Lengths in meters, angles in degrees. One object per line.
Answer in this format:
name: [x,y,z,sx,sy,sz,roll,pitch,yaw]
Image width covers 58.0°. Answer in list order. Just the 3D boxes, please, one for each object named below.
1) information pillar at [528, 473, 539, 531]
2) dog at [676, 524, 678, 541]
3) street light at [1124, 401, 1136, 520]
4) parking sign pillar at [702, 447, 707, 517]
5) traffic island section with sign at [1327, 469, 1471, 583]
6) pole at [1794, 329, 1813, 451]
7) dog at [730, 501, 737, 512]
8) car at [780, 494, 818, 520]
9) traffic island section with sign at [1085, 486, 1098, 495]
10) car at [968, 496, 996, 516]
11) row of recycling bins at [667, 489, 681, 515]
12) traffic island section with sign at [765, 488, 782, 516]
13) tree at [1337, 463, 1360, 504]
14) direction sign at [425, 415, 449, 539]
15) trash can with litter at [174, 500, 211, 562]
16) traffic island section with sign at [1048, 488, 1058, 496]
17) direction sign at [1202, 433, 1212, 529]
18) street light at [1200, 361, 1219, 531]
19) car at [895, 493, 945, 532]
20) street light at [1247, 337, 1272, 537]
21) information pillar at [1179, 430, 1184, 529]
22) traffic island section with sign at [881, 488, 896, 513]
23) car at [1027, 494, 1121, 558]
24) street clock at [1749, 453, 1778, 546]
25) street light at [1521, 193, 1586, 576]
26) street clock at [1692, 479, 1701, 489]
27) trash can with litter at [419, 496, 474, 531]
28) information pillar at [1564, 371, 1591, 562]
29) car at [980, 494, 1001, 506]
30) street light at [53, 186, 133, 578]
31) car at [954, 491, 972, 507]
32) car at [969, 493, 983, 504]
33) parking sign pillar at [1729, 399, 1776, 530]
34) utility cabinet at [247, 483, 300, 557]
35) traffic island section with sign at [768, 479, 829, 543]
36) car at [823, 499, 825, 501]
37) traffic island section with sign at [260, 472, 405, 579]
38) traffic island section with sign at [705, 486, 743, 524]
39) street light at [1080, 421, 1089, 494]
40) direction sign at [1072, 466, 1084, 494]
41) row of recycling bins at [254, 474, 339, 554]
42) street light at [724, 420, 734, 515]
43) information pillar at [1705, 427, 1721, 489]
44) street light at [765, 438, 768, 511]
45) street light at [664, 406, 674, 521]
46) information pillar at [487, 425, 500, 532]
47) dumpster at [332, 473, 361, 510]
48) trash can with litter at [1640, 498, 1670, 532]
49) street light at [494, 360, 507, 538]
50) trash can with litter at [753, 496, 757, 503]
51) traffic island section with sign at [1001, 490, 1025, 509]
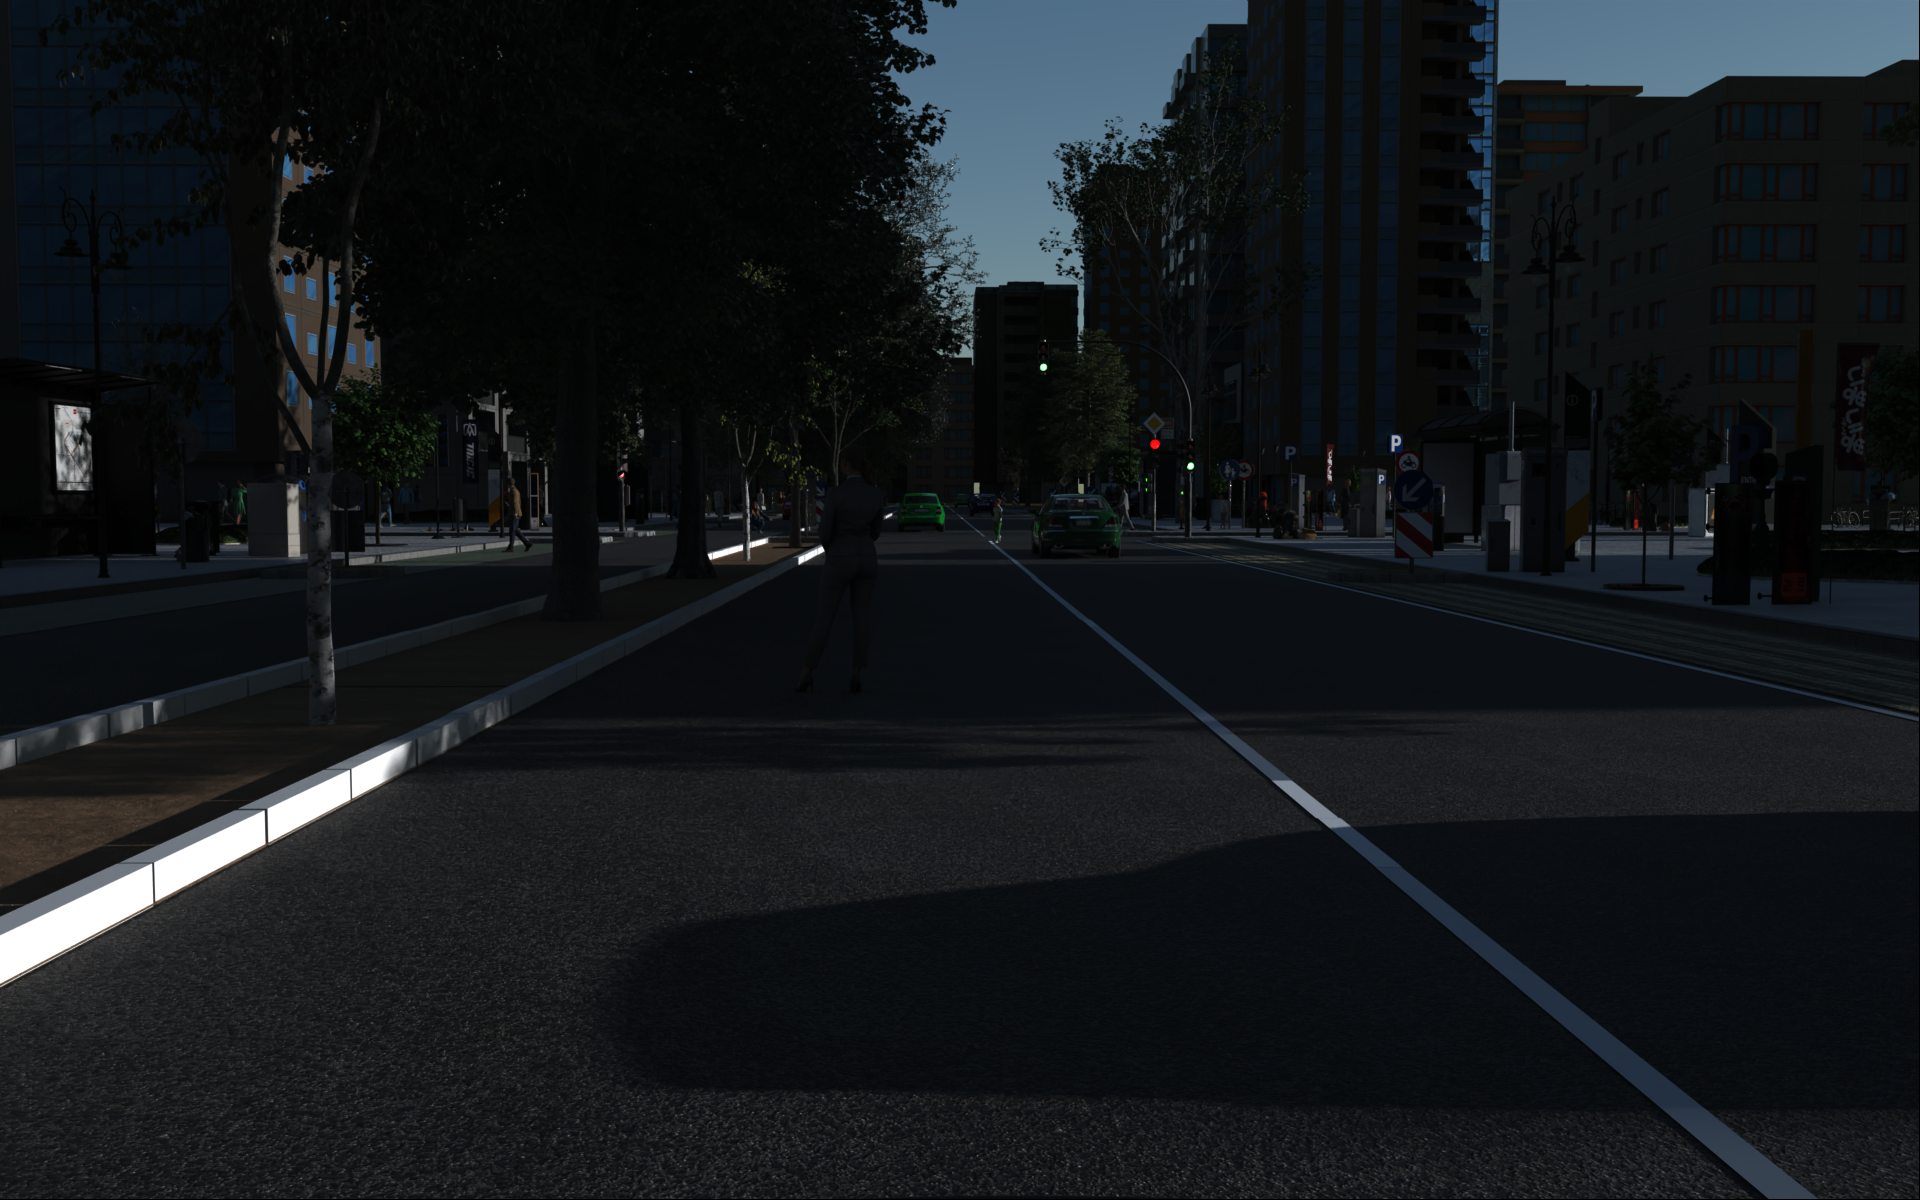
information pillar: [-14.923,-3.434,60.644,0.304,2.012,0.304,-1,4,-21]
dog: [-6.017,-1.315,38.340,0.513,0.831,0.800,3,5,42]
street light: [8.302,-6.846,84.716,0.468,5.910,1.993,0,4,-1]
parking sign pillar: [-15.204,-6.760,98.998,1.447,3.967,1.447,-1,4,-10]
traffic island section with sign: [7.162,-1.220,28.576,1.989,1.847,2.006,0,4,-1]
pole: [10.498,-1.698,21.603,0.158,3.312,0.155,0,3,0]
dog: [-15.908,-6.570,121.801,0.513,0.831,0.800,-3,4,-37]
car: [-8.975,-5.385,97.092,2.155,1.783,4.494,0,4,-2]
traffic island section with sign: [6.269,-4.659,84.801,1.989,1.847,2.006,0,4,-1]
car: [1.480,-6.149,113.111,1.945,1.354,3.894,0,4,-1]
row of recycling bins: [-16.785,-6.091,106.705,1.069,1.692,3.534,2,4,30]
traffic island section with sign: [-12.077,-6.301,111.653,1.989,1.847,2.006,0,4,-1]
tree: [24.069,-6.815,106.020,1.663,3.219,1.824,0,3,0]
direction sign: [-14.954,-3.519,49.533,0.876,3.537,0.379,2,4,27]
trash can with litter: [-14.607,-1.308,32.778,0.624,1.170,1.055,-3,5,-44]
traffic island section with sign: [5.856,-6.307,111.753,1.989,1.847,2.006,0,4,-1]
direction sign: [9.153,-4.403,63.992,0.379,3.537,0.876,0,4,1]
street light: [8.678,-5.359,60.403,0.468,5.910,1.993,0,4,-1]
car: [-1.535,-3.557,66.961,1.959,1.807,4.718,0,4,-2]
street light: [8.817,-4.788,51.076,0.468,5.910,1.993,0,4,-1]
information pillar: [8.049,-4.373,62.854,0.183,3.616,0.504,0,4,6]
traffic island section with sign: [-5.944,-7.705,134.115,2.006,1.907,1.989,0,4,-1]
car: [2.669,-1.746,40.351,2.131,1.459,4.920,0,4,-1]
street clock: [14.044,-1.574,30.311,0.358,2.002,0.471,-1,4,-14]
street light: [9.197,-3.316,27.004,0.468,5.910,1.993,0,4,-1]
street clock: [25.254,-3.356,59.444,0.358,2.002,0.471,2,4,29]
trash can with litter: [-17.814,-3.004,60.174,2.233,1.210,1.678,-3,5,-39]
information pillar: [11.702,-2.541,32.902,0.504,3.616,0.183,2,4,31]
car: [2.257,-7.854,140.211,2.131,1.459,4.920,0,4,-1]
street light: [-13.143,-3.280,26.412,0.468,5.910,1.993,0,4,-1]
car: [0.319,-11.016,188.910,1.959,1.807,4.718,0,4,-3]
car: [1.814,-9.521,165.254,1.945,1.707,3.694,0,4,-3]
parking sign pillar: [22.126,-3.663,48.363,1.447,3.967,1.447,-1,4,-17]
utility cabinet: [-13.850,-1.607,34.958,1.173,1.500,0.318,2,4,29]
traffic island section with sign: [-4.634,-2.657,51.580,2.006,1.907,1.989,0,4,-1]
car: [-7.971,-6.398,113.398,1.959,1.807,4.718,0,4,-2]
traffic island section with sign: [-10.777,-1.308,30.013,1.989,1.847,2.006,0,4,-1]
traffic island section with sign: [-11.643,-4.653,84.702,1.989,1.847,2.006,0,4,-1]
street light: [7.865,-8.355,109.397,0.468,5.910,1.993,0,4,-1]
direction sign: [9.115,-8.682,133.942,0.876,3.537,0.379,-1,4,-9]
row of recycling bins: [-14.367,-1.855,37.441,1.069,1.692,3.534,0,4,-1]
street light: [-14.362,-8.244,107.584,0.468,5.910,1.993,0,4,-1]
information pillar: [26.363,-4.240,60.673,0.504,3.616,0.183,0,4,4]
street light: [-14.720,-9.743,132.083,0.468,5.910,1.993,0,4,-1]
street light: [-13.968,-6.772,83.513,0.468,5.910,1.993,0,4,-1]
information pillar: [-15.711,-4.108,58.516,0.504,3.616,0.183,-1,4,-8]
dumpster: [-17.059,-2.509,46.784,1.264,1.857,1.865,0,4,-1]
trash can with litter: [23.882,-2.934,59.364,1.055,1.170,0.624,1,4,13]
street light: [-13.391,-4.752,50.486,0.468,5.910,1.993,0,4,-1]
trash can with litter: [-15.144,-7.014,126.065,0.624,1.170,1.055,3,4,37]
traffic island section with sign: [5.058,-9.335,161.248,1.989,1.847,2.006,0,4,-1]
